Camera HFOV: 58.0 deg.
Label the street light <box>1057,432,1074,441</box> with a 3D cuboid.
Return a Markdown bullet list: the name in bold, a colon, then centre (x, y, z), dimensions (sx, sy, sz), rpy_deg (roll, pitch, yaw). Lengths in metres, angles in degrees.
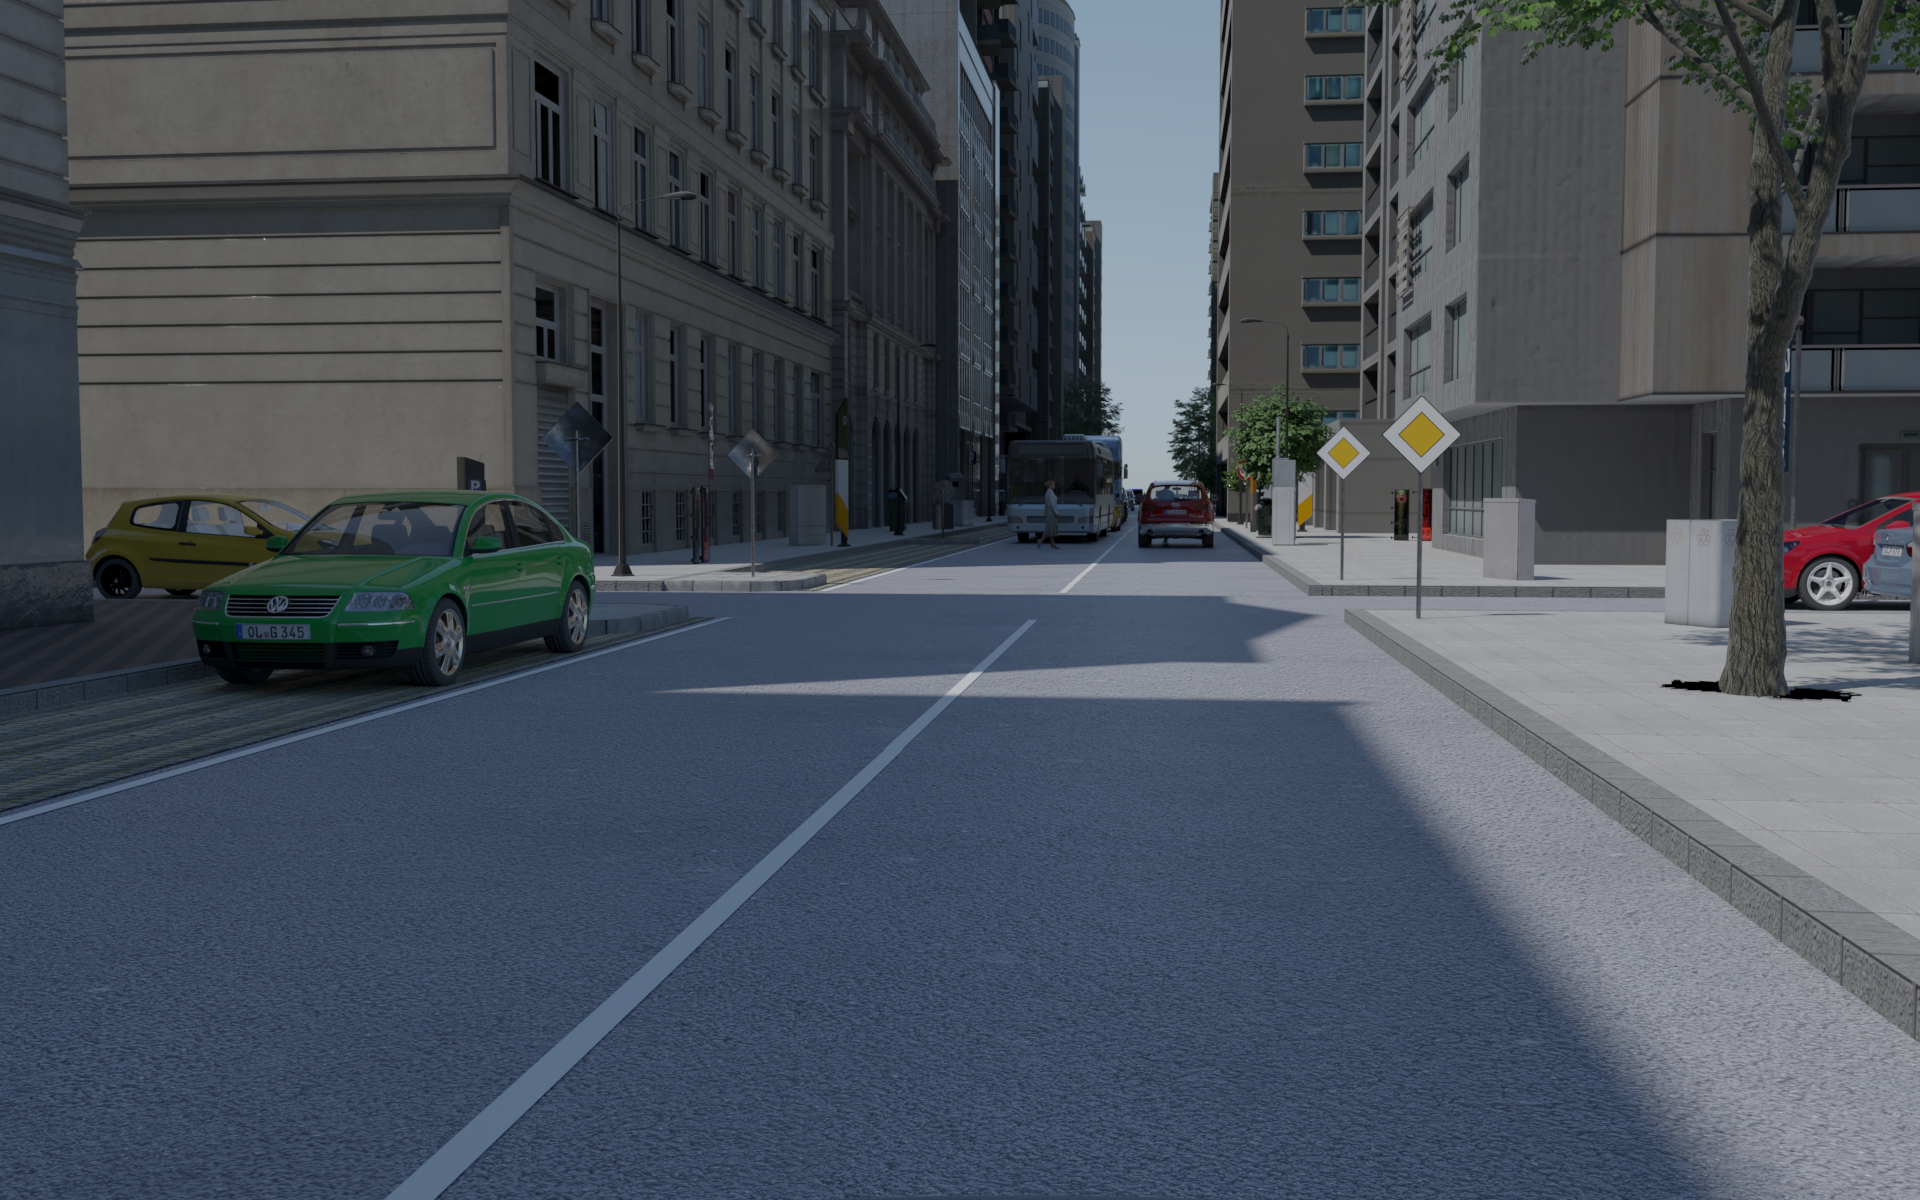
- **street light**: centre (7.866, -9.627, 129.936), dimensions (1.470, 5.913, 1.316), rpy_deg (0, 4, 7)

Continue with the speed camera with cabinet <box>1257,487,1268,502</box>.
- **speed camera with cabinet**: centre (11.290, -4.225, 63.414), dimensions (0.660, 3.252, 2.038), rpy_deg (-1, 4, -8)

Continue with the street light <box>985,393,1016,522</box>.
- **street light**: centre (1.883, -6.577, 80.081), dimensions (1.470, 5.913, 1.316), rpy_deg (0, 4, 7)

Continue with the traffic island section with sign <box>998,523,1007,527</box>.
- **traffic island section with sign**: centre (2.764, -4.141, 76.335), dimensions (1.989, 1.847, 2.006), rpy_deg (0, 4, 7)

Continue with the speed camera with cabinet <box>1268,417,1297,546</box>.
- **speed camera with cabinet**: centre (8.235, -3.031, 43.885), dimensions (0.660, 3.252, 2.038), rpy_deg (1, 4, 11)

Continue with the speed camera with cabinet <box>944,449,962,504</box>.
- **speed camera with cabinet**: centre (-0.336, -5.020, 76.415), dimensions (0.660, 3.252, 2.038), rpy_deg (0, 4, -7)

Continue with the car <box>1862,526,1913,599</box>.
- **car**: centre (12.689, -0.457, 19.468), dimensions (4.499, 1.417, 2.014), rpy_deg (0, 4, 6)

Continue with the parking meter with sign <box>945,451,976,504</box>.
- **parking meter with sign**: centre (-0.236, -4.529, 70.307), dimensions (1.738, 3.016, 0.543), rpy_deg (-2, 4, -27)

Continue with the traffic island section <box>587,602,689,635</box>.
- **traffic island section**: centre (-4.187, 0.206, 18.916), dimensions (2.009, 0.180, 2.903), rpy_deg (0, 4, 7)

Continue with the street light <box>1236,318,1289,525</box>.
- **street light**: centre (8.100, -4.482, 45.828), dimensions (1.470, 5.913, 1.316), rpy_deg (0, 4, 7)

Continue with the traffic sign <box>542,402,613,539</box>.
- **traffic sign**: centre (-4.162, -0.930, 18.851), dimensions (0.795, 2.450, 0.064), rpy_deg (0, 4, 7)

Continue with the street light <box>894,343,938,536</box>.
- **street light**: centre (-1.366, -4.951, 53.495), dimensions (1.470, 5.913, 1.316), rpy_deg (0, 4, 7)

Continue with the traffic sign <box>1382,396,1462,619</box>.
- **traffic sign**: centre (4.715, -0.863, 17.760), dimensions (0.795, 2.450, 0.064), rpy_deg (0, 4, 7)

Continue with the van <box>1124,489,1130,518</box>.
- **van**: centre (9.289, -5.968, 104.590), dimensions (2.013, 2.044, 4.112), rpy_deg (0, 4, 7)

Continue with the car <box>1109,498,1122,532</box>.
- **car**: centre (5.278, -3.460, 66.795), dimensions (2.015, 1.641, 3.980), rpy_deg (1, 4, 9)

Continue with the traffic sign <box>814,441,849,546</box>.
- **traffic sign**: centre (-3.159, -2.608, 42.640), dimensions (0.884, 2.594, 0.081), rpy_deg (1, 4, 10)

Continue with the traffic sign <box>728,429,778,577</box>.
- **traffic sign**: centre (-3.203, -1.415, 26.779), dimensions (0.795, 2.450, 0.064), rpy_deg (0, 4, 7)

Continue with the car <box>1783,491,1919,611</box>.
- **car**: centre (12.036, -0.784, 21.862), dimensions (4.494, 1.783, 2.155), rpy_deg (0, 4, 7)

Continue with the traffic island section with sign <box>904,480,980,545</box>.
- **traffic island section with sign**: centre (-0.476, -2.504, 49.574), dimensions (1.989, 1.847, 2.006), rpy_deg (0, 4, 7)

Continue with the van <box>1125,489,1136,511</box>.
- **van**: centre (14.116, -8.655, 148.526), dimensions (2.013, 2.044, 4.112), rpy_deg (0, 4, 7)

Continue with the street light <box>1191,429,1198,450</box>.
- **street light**: centre (17.277, -9.183, 122.690), dimensions (1.470, 5.913, 1.316), rpy_deg (0, 4, 7)

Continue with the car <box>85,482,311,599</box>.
- **car**: centre (-9.798, -0.827, 23.747), dimensions (3.980, 1.641, 2.015), rpy_deg (0, 4, 6)

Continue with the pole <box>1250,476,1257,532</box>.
- **pole**: centre (9.867, -3.935, 58.175), dimensions (0.158, 3.312, 0.155), rpy_deg (0, 3, 0)

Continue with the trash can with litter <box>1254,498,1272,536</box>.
- **trash can with litter**: centre (9.374, -2.576, 53.503), dimensions (0.624, 1.170, 1.055), rpy_deg (0, 4, 6)

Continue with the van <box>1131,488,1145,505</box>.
- **van**: centre (18.934, -11.175, 187.099), dimensions (2.240, 2.365, 5.245), rpy_deg (0, 4, 8)

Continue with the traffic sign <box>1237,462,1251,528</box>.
- **traffic sign**: centre (10.721, -3.951, 64.700), dimensions (0.768, 2.556, 0.104), rpy_deg (1, 4, 11)

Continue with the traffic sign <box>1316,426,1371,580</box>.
- **traffic sign**: centre (5.674, -1.348, 25.688), dimensions (0.795, 2.450, 0.064), rpy_deg (0, 4, 7)

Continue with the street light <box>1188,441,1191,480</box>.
- **street light**: centre (20.527, -10.809, 149.276), dimensions (1.470, 5.913, 1.316), rpy_deg (0, 4, 7)

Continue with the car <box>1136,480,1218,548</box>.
- **car**: centre (5.976, -2.393, 47.797), dimensions (2.281, 1.827, 5.304), rpy_deg (0, 4, 8)

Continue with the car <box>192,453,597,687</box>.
- **car**: centre (-4.480, -0.338, 14.327), dimensions (1.959, 1.807, 4.718), rpy_deg (0, 4, 7)

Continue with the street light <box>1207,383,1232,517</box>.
- **street light**: centre (11.215, -6.109, 72.430), dimensions (1.470, 5.913, 1.316), rpy_deg (0, 4, 7)

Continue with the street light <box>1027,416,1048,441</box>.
- **street light**: centre (4.539, -8.001, 103.360), dimensions (1.470, 5.913, 1.316), rpy_deg (0, 4, 7)

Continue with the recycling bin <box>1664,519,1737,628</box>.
- **recycling bin**: centre (7.428, -0.269, 16.951), dimensions (0.722, 1.027, 0.722), rpy_deg (-1, 4, -19)

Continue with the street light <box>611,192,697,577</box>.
- **street light**: centre (-4.734, -3.320, 26.816), dimensions (1.470, 5.913, 1.316), rpy_deg (0, 4, 7)

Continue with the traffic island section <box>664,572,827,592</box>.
- **traffic island section**: centre (-3.227, -0.279, 26.843), dimensions (2.009, 0.180, 2.903), rpy_deg (0, 4, 7)

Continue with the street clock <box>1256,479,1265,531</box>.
- **street clock**: centre (10.449, -3.414, 60.390), dimensions (0.471, 2.002, 0.358), rpy_deg (-3, 5, -45)

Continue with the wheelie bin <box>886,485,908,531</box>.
- **wheelie bin**: centre (-2.168, -3.167, 59.691), dimensions (0.693, 1.594, 0.980), rpy_deg (0, 4, 4)

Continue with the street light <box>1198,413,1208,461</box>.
- **street light**: centre (14.491, -7.735, 99.012), dimensions (1.470, 5.913, 1.316), rpy_deg (0, 4, 7)
